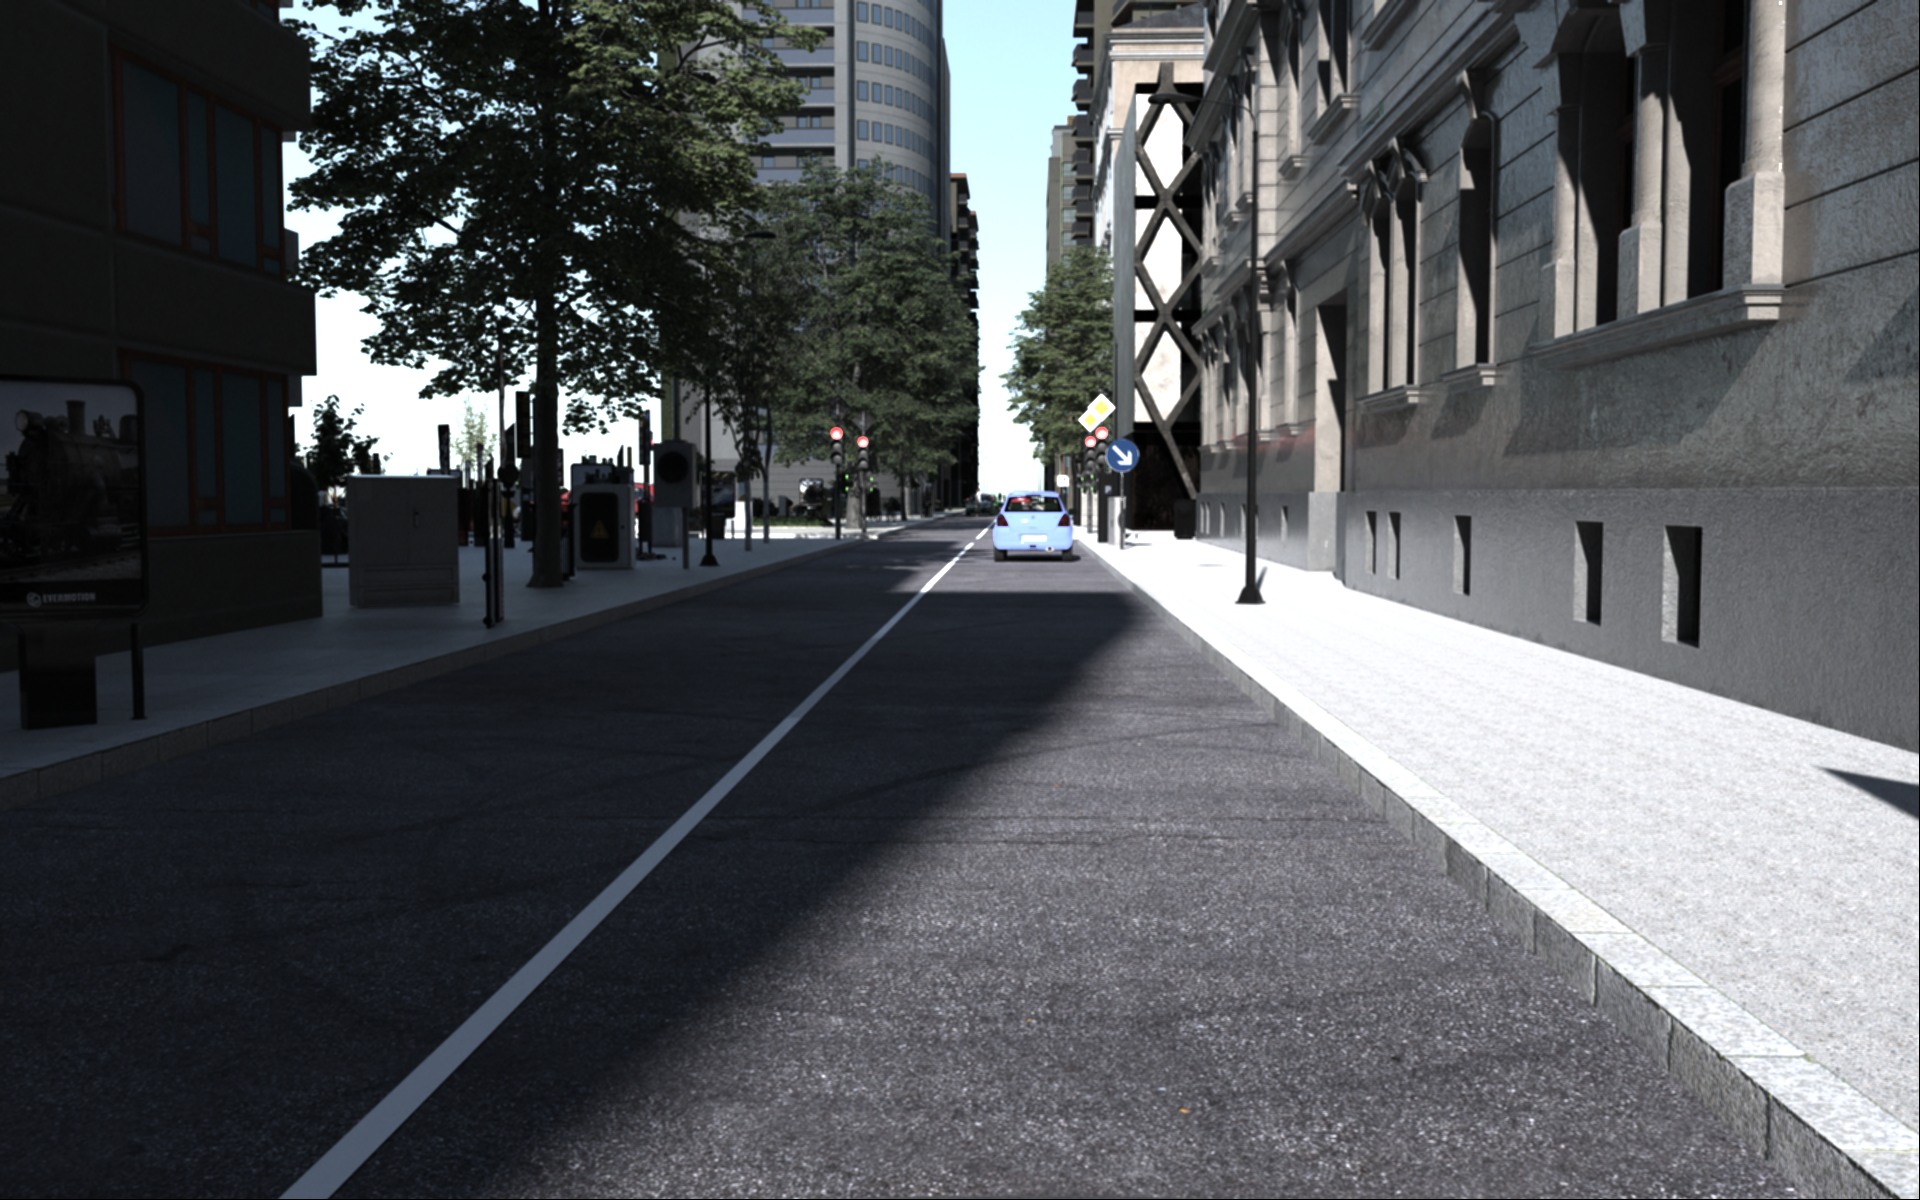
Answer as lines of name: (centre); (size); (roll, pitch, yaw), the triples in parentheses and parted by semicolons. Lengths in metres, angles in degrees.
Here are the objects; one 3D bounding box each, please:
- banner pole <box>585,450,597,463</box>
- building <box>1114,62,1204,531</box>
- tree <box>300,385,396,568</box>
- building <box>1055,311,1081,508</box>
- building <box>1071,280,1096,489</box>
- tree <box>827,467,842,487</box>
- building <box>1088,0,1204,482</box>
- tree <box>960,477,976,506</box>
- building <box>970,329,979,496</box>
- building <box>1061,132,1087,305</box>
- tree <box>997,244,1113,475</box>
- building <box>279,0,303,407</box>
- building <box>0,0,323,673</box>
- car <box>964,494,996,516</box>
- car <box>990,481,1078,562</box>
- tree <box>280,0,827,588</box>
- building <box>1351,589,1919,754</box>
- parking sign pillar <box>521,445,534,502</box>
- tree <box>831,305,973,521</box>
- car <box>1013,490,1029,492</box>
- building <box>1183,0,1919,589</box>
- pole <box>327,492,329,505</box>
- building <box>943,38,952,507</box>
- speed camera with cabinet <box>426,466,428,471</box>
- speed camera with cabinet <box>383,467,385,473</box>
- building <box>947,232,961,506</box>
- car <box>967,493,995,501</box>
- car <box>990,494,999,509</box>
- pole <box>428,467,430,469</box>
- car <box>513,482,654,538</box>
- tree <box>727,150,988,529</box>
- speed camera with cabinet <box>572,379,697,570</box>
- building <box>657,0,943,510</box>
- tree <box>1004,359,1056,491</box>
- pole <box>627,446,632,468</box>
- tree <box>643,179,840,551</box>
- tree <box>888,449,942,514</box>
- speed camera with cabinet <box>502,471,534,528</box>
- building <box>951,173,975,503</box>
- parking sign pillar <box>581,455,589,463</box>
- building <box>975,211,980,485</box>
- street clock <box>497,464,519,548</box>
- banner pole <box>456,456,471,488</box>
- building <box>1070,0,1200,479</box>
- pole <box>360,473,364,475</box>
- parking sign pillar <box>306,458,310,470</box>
banner pole: (-20.816, -6.573, 97.486); (0.863, 3.779, 0.401); (-2, 4, -27)
building: (14.582, -12.090, 65.124); (16.811, 18.784, 16.820); (0, 4, 2)
tree: (-11.061, -2.191, 30.431); (1.663, 3.219, 1.824); (0, 3, 0)
building: (23.855, -20.326, 177.369); (27.650, 21.520, 28.899); (0, 4, 2)
building: (16.237, -15.572, 122.048); (16.820, 18.784, 16.811); (0, 4, 2)
tree: (-8.342, -7.878, 123.412); (1.663, 3.219, 1.824); (0, 3, 0)
building: (14.214, -19.053, 97.415); (13.634, 28.700, 20.117); (0, 4, 2)
tree: (1.020, -12.206, 194.166); (1.663, 3.219, 1.824); (0, 3, 0)
building: (-4.200, -31.208, 281.956); (14.160, 30.474, 14.107); (0, 4, 2)
building: (18.502, -31.488, 198.426); (14.154, 41.232, 14.086); (0, 4, 2)
tree: (5.415, -9.870, 79.510); (7.486, 12.596, 7.792); (0, 3, 0)
building: (-31.746, -25.460, 35.886); (30.456, 49.044, 23.786); (0, 4, 2)
building: (-21.000, -9.694, 3.538); (27.650, 21.520, 28.899); (0, 4, 2)
car: (1.329, -6.324, 115.201); (2.131, 1.459, 4.920); (0, 4, 2)
car: (1.620, -1.732, 37.904); (1.945, 1.707, 3.694); (0, 4, 3)
tree: (-5.737, -6.475, 23.989); (7.486, 12.596, 7.792); (0, 3, 0)
building: (11.084, -13.709, 11.525); (14.401, 28.519, 23.554); (0, 4, 2)
parking sign pillar: (-22.727, -6.320, 91.796); (1.447, 3.967, 1.447); (3, 5, 44)
tree: (-3.025, -9.070, 82.712); (7.601, 10.594, 8.767); (-1, 4, -10)
car: (5.608, -9.146, 158.204); (2.281, 1.827, 5.304); (0, 4, 3)
building: (12.232, -15.145, 35.009); (14.401, 28.519, 23.554); (0, 4, 2)
pole: (-39.182, -6.930, 107.148); (0.158, 3.312, 0.155); (0, 3, 0)
building: (-8.106, -31.698, 168.373); (14.600, 45.320, 14.200); (0, 4, 2)
speed camera with cabinet: (-37.460, -7.757, 121.158); (0.660, 3.252, 2.038); (1, 4, 13)
speed camera with cabinet: (-40.798, -7.777, 121.496); (0.660, 3.252, 2.038); (2, 4, 30)
building: (-7.143, -26.066, 197.886); (14.160, 30.474, 14.107); (0, 4, 2)
car: (1.585, -7.340, 129.050); (2.155, 1.783, 4.494); (0, 4, 3)
car: (2.511, -8.850, 153.485); (1.959, 1.807, 4.718); (0, 4, 1)
pole: (-39.424, -8.246, 128.662); (0.158, 3.312, 0.155); (0, 3, 0)
car: (-11.272, -2.771, 53.971); (5.304, 1.827, 2.281); (0, 4, 3)
tree: (-3.995, -9.582, 63.329); (9.857, 13.997, 8.962); (0, 3, 0)
speed camera with cabinet: (-5.553, -2.154, 29.560); (2.038, 3.252, 0.660); (0, 4, -1)
building: (-12.538, -36.947, 146.078); (21.231, 58.520, 28.212); (0, 4, 2)
tree: (12.737, -22.108, 217.352); (12.611, 20.169, 13.585); (0, 3, 0)
pole: (-14.146, -4.916, 74.213); (0.158, 3.312, 0.155); (0, 3, 0)
tree: (-5.003, -5.416, 38.907); (4.360, 8.622, 3.978); (0, 3, 0)
tree: (-2.878, -7.799, 111.227); (4.285, 4.588, 4.351); (0, 3, 0)
speed camera with cabinet: (-16.413, -4.318, 64.938); (2.038, 3.252, 0.660); (0, 4, -7)
building: (-9.794, -35.233, 230.678); (22.147, 44.769, 28.867); (0, 4, 2)
parking sign pillar: (-25.258, -7.973, 118.824); (1.447, 3.967, 1.447); (-2, 4, -29)
building: (-8.289, -37.039, 260.206); (22.147, 44.769, 28.867); (0, 4, 2)
street clock: (-10.751, -2.243, 41.245); (0.358, 2.002, 0.471); (3, 5, 43)
banner pole: (-32.308, -7.536, 113.226); (0.863, 3.779, 0.401); (1, 4, 17)
building: (20.610, -30.117, 147.030); (22.147, 44.769, 28.867); (0, 4, 2)
pole: (-29.562, -5.616, 85.660); (0.158, 3.312, 0.155); (0, 3, 0)
parking sign pillar: (-43.800, -7.865, 117.062); (1.447, 3.967, 1.447); (0, 4, -8)
